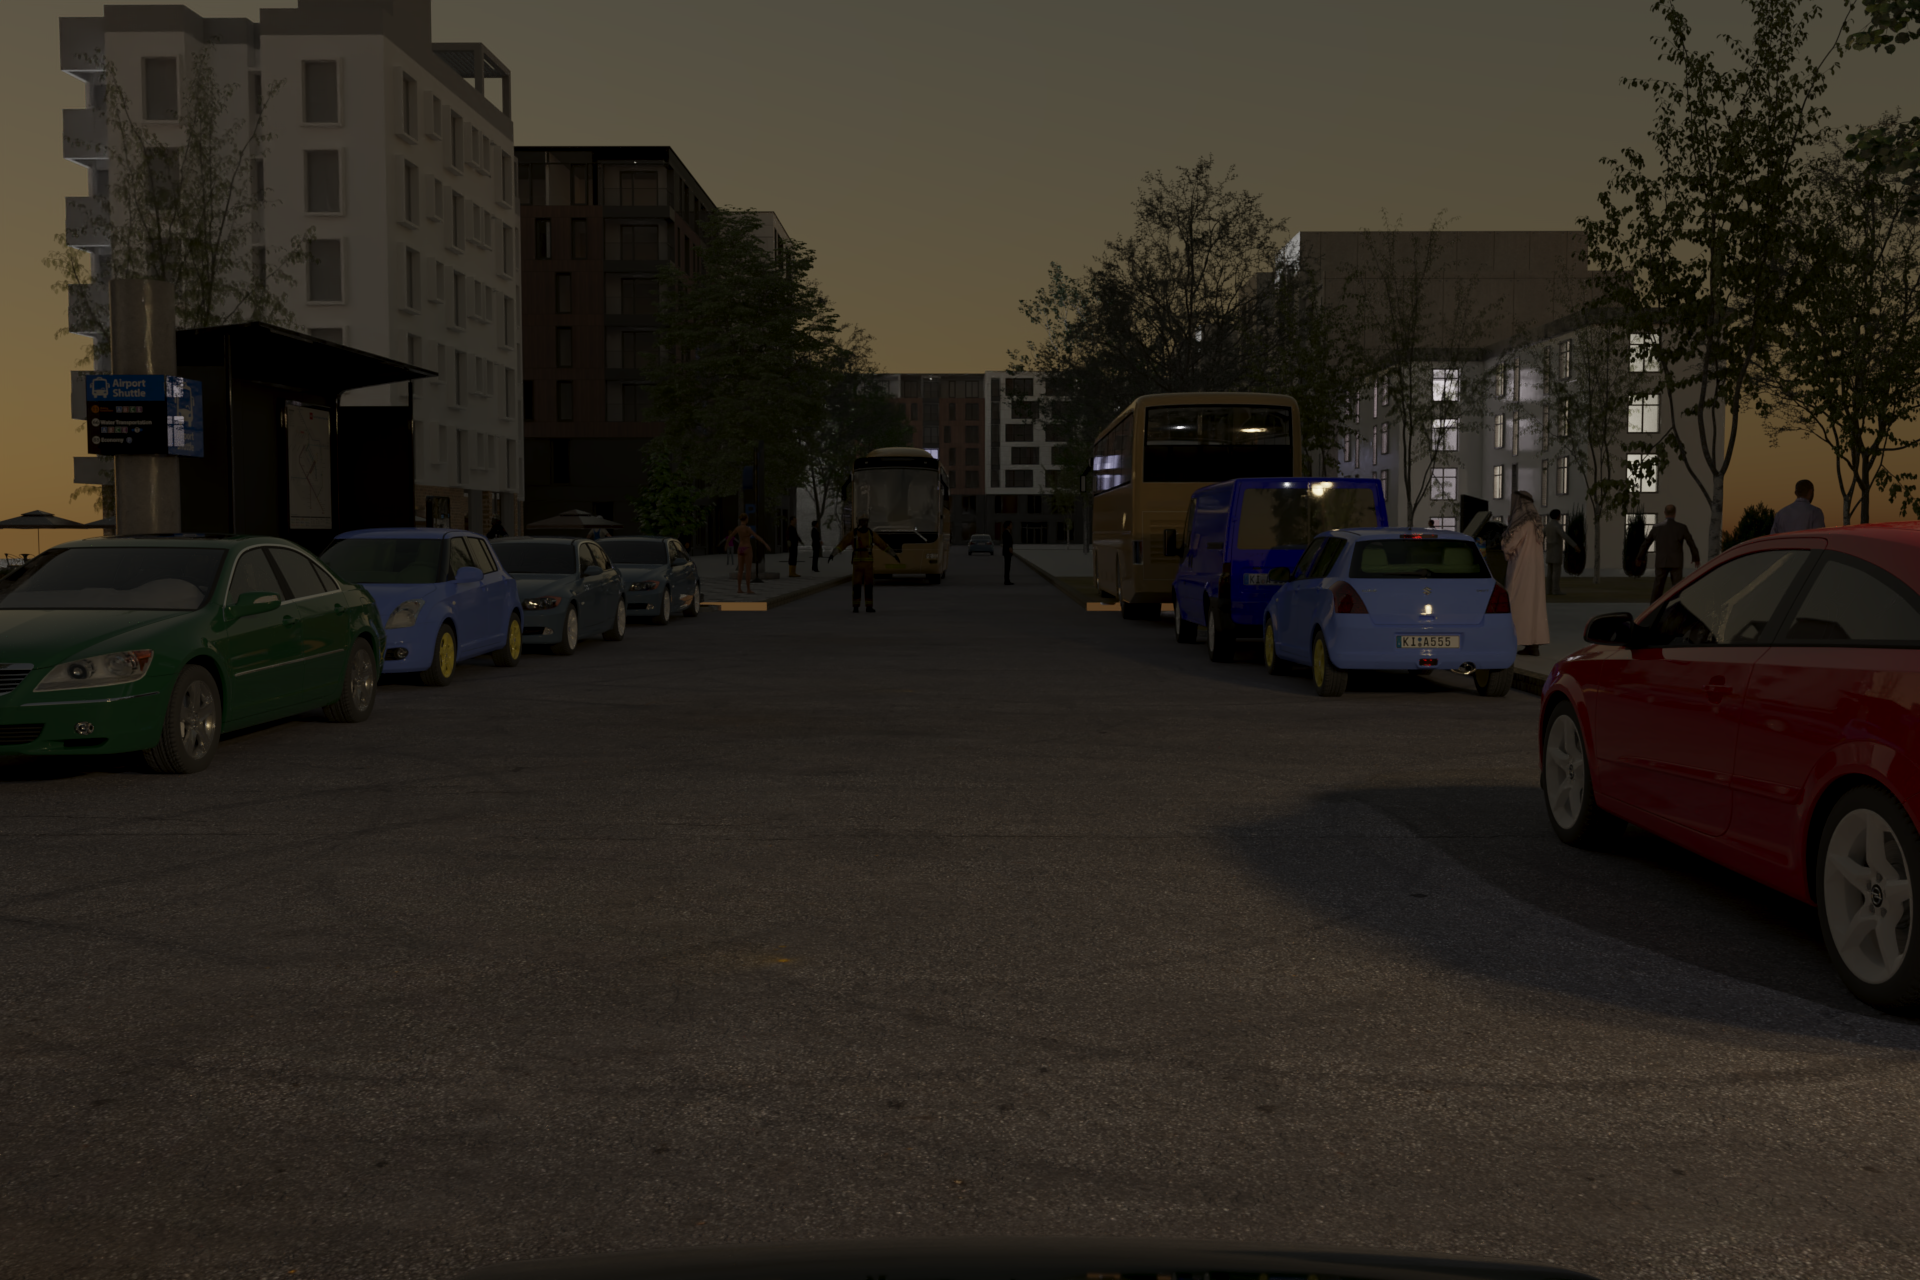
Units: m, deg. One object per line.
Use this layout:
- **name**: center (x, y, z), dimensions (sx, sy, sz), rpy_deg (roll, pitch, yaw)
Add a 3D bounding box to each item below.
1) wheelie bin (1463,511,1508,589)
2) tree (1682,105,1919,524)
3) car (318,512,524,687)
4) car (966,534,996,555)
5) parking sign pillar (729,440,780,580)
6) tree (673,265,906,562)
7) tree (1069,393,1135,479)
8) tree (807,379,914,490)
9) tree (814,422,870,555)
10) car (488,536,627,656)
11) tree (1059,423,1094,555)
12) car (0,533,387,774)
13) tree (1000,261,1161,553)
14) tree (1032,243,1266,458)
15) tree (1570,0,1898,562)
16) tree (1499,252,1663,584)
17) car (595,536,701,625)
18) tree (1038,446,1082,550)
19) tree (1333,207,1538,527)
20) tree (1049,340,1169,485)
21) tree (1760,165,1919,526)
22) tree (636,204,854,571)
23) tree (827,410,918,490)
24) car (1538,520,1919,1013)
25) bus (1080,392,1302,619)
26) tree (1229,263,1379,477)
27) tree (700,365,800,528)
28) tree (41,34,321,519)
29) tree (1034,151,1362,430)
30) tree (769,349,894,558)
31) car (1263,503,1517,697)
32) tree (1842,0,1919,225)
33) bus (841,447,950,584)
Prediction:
- **wheelie bin**: center (7.309, -0.998, 24.228), dimensions (0.693, 1.594, 0.980), rpy_deg (0, 4, 1)
- **tree**: center (26.612, -8.584, 50.724), dimensions (12.009, 13.543, 11.850), rpy_deg (0, 3, 0)
- **car**: center (-5.634, -0.477, 17.391), dimensions (1.945, 1.707, 3.694), rpy_deg (0, 4, 1)
- **car**: center (1.423, -6.450, 117.464), dimensions (2.014, 1.417, 4.499), rpy_deg (0, 4, 1)
- **parking sign pillar**: center (-5.845, -3.713, 49.182), dimensions (1.447, 3.967, 1.447), rpy_deg (0, 4, 2)
- **tree**: center (-7.679, -10.296, 78.710), dimensions (12.009, 13.543, 11.850), rpy_deg (0, 3, 0)
- **tree**: center (7.505, -8.193, 84.320), dimensions (4.360, 8.622, 3.978), rpy_deg (0, 3, 0)
- **tree**: center (-6.759, -11.751, 117.890), dimensions (9.928, 11.665, 9.643), rpy_deg (0, 3, 0)
- **tree**: center (-7.377, -9.658, 108.273), dimensions (4.737, 8.622, 4.395), rpy_deg (0, 3, 0)
- **car**: center (-5.408, -0.608, 21.941), dimensions (2.014, 1.417, 4.499), rpy_deg (0, 4, 1)
- **tree**: center (7.740, -9.460, 105.028), dimensions (4.737, 8.622, 4.395), rpy_deg (0, 3, 0)
- **car**: center (-5.459, -0.003, 11.843), dimensions (2.131, 1.459, 4.920), rpy_deg (0, 4, 0)
- **tree**: center (8.551, -16.125, 119.534), dimensions (12.611, 20.169, 13.585), rpy_deg (0, 3, 0)
- **tree**: center (8.207, -9.928, 72.699), dimensions (12.009, 13.543, 11.850), rpy_deg (0, 3, 0)
- **tree**: center (9.716, -4.390, 22.135), dimensions (4.737, 8.622, 4.395), rpy_deg (0, 3, 0)
- **tree**: center (16.734, -5.767, 44.654), dimensions (4.360, 8.622, 3.978), rpy_deg (0, 3, 0)
- **car**: center (-5.429, -1.021, 28.701), dimensions (2.014, 1.417, 4.499), rpy_deg (0, 4, 1)
- **tree**: center (8.467, -11.525, 138.790), dimensions (4.737, 8.622, 4.395), rpy_deg (0, 3, 0)
- **tree**: center (10.167, -5.461, 39.656), dimensions (4.360, 8.622, 3.978), rpy_deg (0, 3, 0)
- **tree**: center (8.395, -10.102, 90.918), dimensions (9.928, 11.665, 9.643), rpy_deg (0, 3, 0)
- **tree**: center (17.946, -5.158, 34.693), dimensions (4.737, 8.622, 4.395), rpy_deg (0, 3, 0)
- **tree**: center (-7.605, -8.720, 60.696), dimensions (7.486, 12.596, 7.792), rpy_deg (0, 3, 0)
- **tree**: center (-6.509, -12.735, 133.972), dimensions (9.928, 11.665, 9.643), rpy_deg (0, 3, 0)
- **car**: center (3.643, 0.146, 6.654), dimensions (2.155, 1.783, 4.494), rpy_deg (0, 4, 1)
- **bus**: center (3.964, -2.471, 31.955), dimensions (2.896, 3.916, 12.252), rpy_deg (0, 4, 1)
- **tree**: center (9.327, -5.861, 46.186), dimensions (4.737, 8.622, 4.395), rpy_deg (0, 3, 0)
- **tree**: center (-8.062, -7.299, 69.699), dimensions (4.360, 8.622, 3.978), rpy_deg (0, 3, 0)
- **tree**: center (-11.709, -4.605, 25.650), dimensions (4.360, 8.622, 3.978), rpy_deg (0, 3, 0)
- **tree**: center (7.517, -8.946, 56.636), dimensions (12.009, 13.543, 11.850), rpy_deg (0, 3, 0)
- **tree**: center (-7.575, -10.298, 94.119), dimensions (9.928, 11.665, 9.643), rpy_deg (0, 3, 0)
- **car**: center (3.980, -0.425, 16.539), dimensions (1.945, 1.707, 3.694), rpy_deg (0, 4, 0)
- **tree**: center (10.032, -6.376, 10.899), dimensions (9.857, 13.997, 8.962), rpy_deg (0, 3, 0)
- **bus**: center (-1.678, -3.747, 52.805), dimensions (2.896, 3.916, 12.252), rpy_deg (0, 4, 1)
